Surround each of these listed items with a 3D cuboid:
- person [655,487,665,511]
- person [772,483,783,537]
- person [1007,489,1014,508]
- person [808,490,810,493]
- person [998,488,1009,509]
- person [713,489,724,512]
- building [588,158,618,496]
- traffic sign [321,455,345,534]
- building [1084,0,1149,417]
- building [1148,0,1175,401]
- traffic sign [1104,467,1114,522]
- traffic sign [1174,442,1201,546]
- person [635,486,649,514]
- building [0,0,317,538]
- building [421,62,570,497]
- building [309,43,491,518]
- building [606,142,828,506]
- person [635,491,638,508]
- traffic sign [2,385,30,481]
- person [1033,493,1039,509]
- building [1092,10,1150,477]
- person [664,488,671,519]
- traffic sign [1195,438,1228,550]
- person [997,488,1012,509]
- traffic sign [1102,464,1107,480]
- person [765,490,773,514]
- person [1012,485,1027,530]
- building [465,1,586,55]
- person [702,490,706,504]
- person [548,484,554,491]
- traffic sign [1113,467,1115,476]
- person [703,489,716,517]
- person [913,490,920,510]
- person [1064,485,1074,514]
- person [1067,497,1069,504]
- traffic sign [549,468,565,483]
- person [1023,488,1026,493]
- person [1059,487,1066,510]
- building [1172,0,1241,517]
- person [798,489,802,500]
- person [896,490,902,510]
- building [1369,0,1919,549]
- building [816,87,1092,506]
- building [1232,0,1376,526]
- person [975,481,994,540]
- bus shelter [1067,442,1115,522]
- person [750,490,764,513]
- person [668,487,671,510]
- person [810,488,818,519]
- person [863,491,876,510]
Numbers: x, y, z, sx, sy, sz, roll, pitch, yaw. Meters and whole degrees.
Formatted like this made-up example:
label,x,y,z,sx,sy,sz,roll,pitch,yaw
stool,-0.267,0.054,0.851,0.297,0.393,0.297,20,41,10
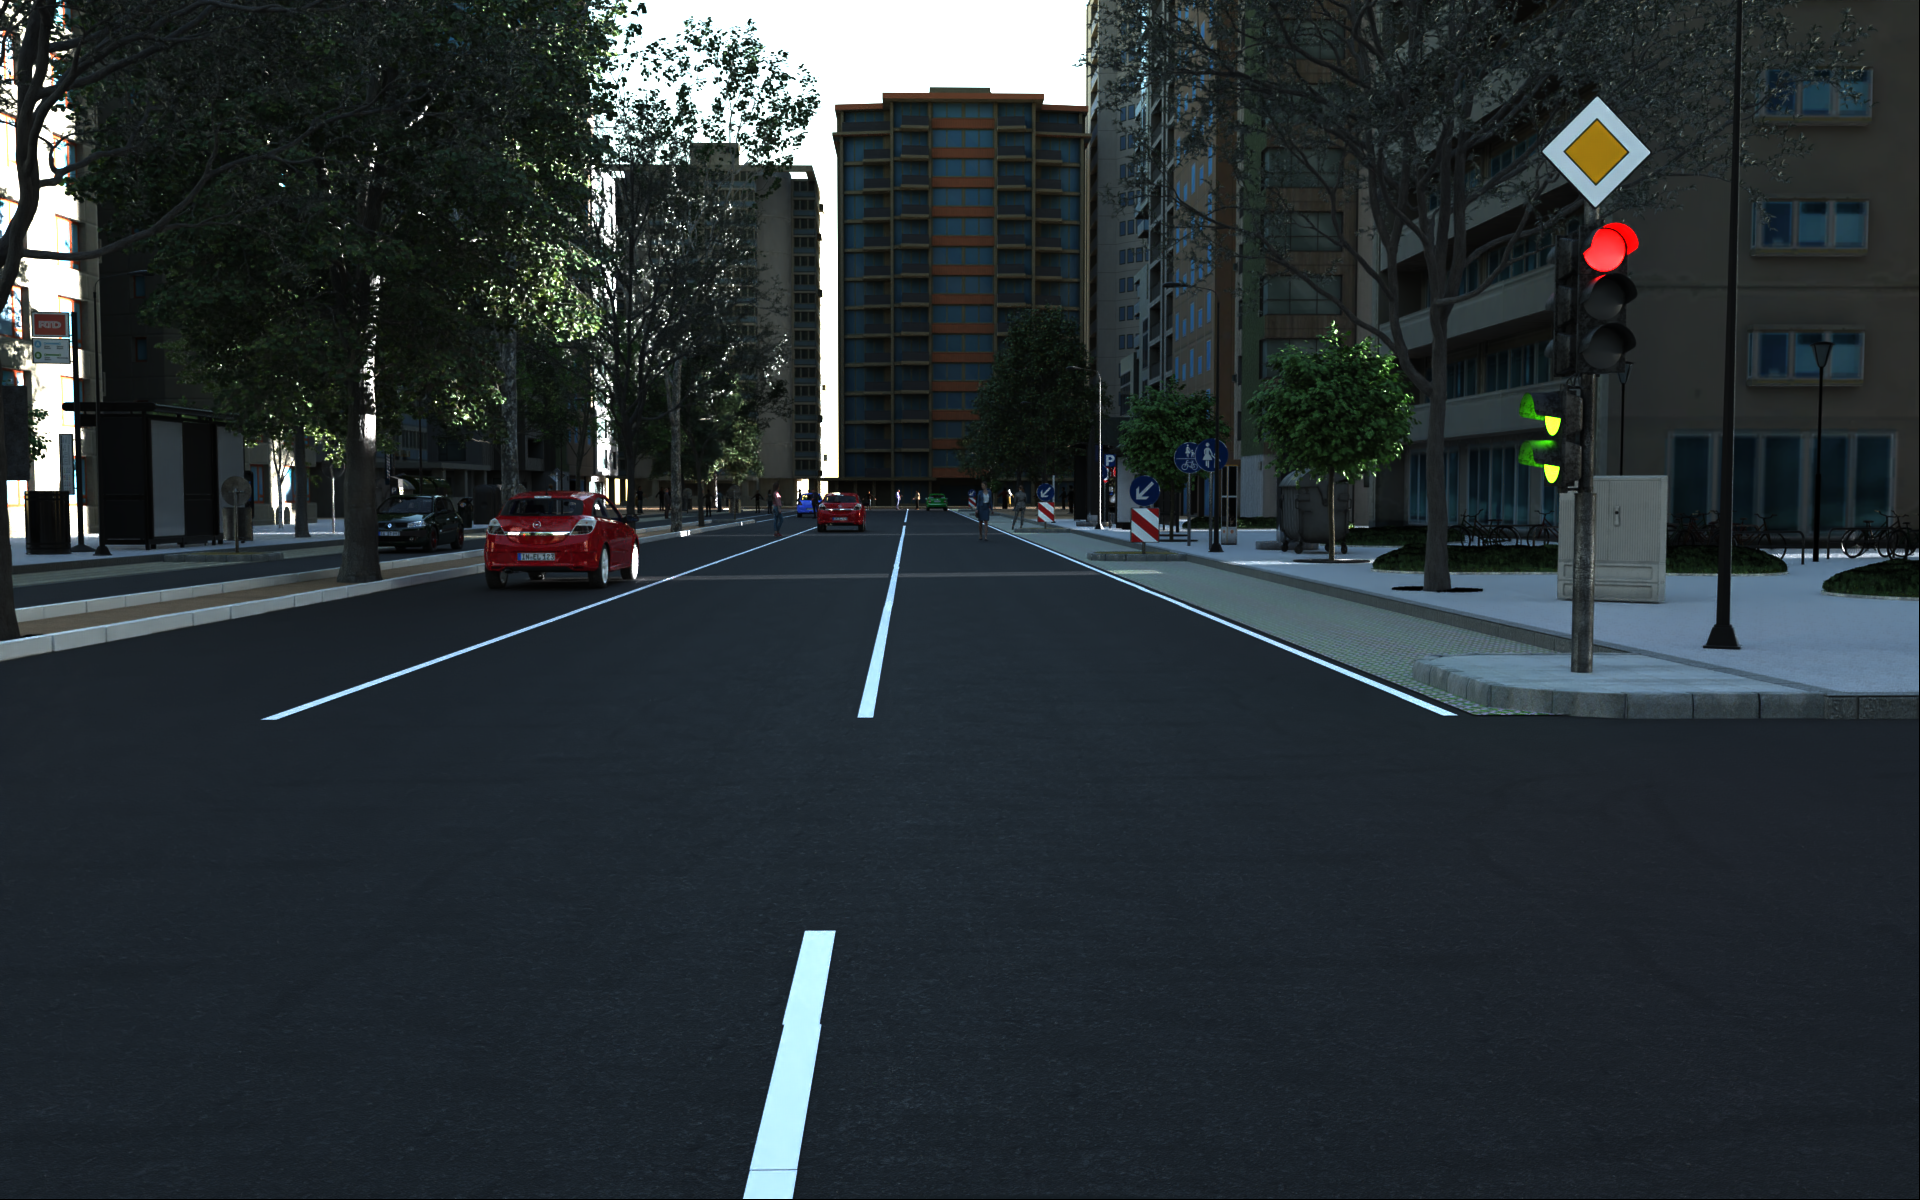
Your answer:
label,x,y,z,sx,sy,sz,roll,pitch,yaw
person,-23.009,-7.808,133.731,0.705,1.821,1.348,3,5,43
person,-6.147,-3.050,58.371,0.388,1.821,0.555,-2,4,-28
person,4.586,-9.672,164.918,1.217,1.736,0.721,-2,4,-27
person,-12.696,-8.389,145.674,1.348,1.822,0.705,0,4,-2
person,3.962,-8.868,151.128,1.348,1.812,0.705,-2,4,-27
person,-18.971,-7.812,136.317,0.705,1.814,1.350,2,4,29
building,-36.775,-22.960,147.091,14.107,30.474,14.160,0,4,-2
traffic sign,-20.336,-3.428,56.161,0.768,2.556,0.104,0,3,0
building,28.611,-39.642,190.137,28.212,58.520,21.231,0,4,-2
building,21.650,-41.191,111.733,20.563,71.187,20.611,0,4,-2
traffic sign,6.383,-4.660,76.291,0.768,2.556,0.104,0,4,3
traffic sign,5.648,-2.601,42.638,0.768,2.556,0.104,0,4,7
person,-20.910,-6.559,113.303,0.705,1.822,1.348,2,4,34
building,-42.174,-13.272,62.033,27.650,21.520,28.899,0,4,-2
building,-35.206,-21.181,118.008,14.160,30.474,14.107,0,4,-2
building,-44.409,-24.840,98.021,32.217,40.220,23.993,0,4,-2
building,-27.344,-30.713,194.038,23.993,40.220,32.217,0,4,-2
person,-31.000,-9.574,165.766,0.721,1.736,1.217,-1,4,-22
traffic sign,-18.599,-2.367,32.573,2.265,3.308,0.079,0,4,5
person,6.638,-8.756,149.729,0.721,1.766,1.217,-2,4,-26
building,22.480,-50.474,137.922,22.319,86.520,31.000,0,4,-2
person,-16.873,-5.561,99.978,0.434,1.755,0.990,-1,4,-15
traffic sign,5.755,-2.422,39.705,0.768,2.556,0.104,0,4,3
person,3.781,-8.635,147.190,1.348,1.831,0.705,0,4,-5
traffic sign,5.739,-4.395,71.969,0.768,2.556,0.104,0,4,8
person,-13.517,-7.002,123.699,0.721,1.735,1.217,3,5,40
person,2.365,-3.697,69.216,0.520,1.790,0.573,-1,4,-23
building,-36.365,-29.455,131.693,14.600,45.320,14.200,0,4,-2
person,-18.337,-7.041,124.146,0.750,1.759,0.617,1,4,12
person,-21.206,-5.121,89.852,0.705,1.814,1.350,0,4,-3
traffic sign,6.491,-4.216,69.032,0.768,2.556,0.104,0,4,3
person,-15.960,-6.137,109.563,1.217,1.735,0.721,-3,4,-39
person,-3.997,-9.286,160.342,0.705,1.823,1.348,-2,4,-25
person,7.210,-6.563,112.985,0.705,1.869,1.348,2,4,34
person,10.552,-9.522,164.968,0.697,1.427,0.421,-1,4,-8
traffic sign,-19.741,-5.205,84.829,0.795,2.593,0.064,0,4,1
person,5.534,-8.908,151.718,0.705,1.821,1.348,-1,4,-20
person,8.450,-8.332,141.903,0.705,1.869,1.348,-1,4,-20
building,19.639,-27.184,94.562,14.600,45.320,14.200,0,4,-2
person,-13.313,-8.285,143.598,0.705,1.869,1.348,0,3,0
person,-5.555,-9.149,157.953,0.599,1.838,0.709,0,4,4
building,25.467,-26.067,49.897,21.300,48.544,21.600,0,4,-2
building,-0.777,-32.709,189.416,28.867,44.769,22.147,0,4,-2
building,19.047,-18.617,76.084,14.160,30.474,14.107,0,4,-2
person,0.758,-2.767,53.765,0.581,1.822,0.654,0,4,0
bus shelter,6.089,-5.473,80.773,1.731,3.624,6.357,0,4,-1
person,-15.270,-7.416,130.271,1.217,1.766,0.721,-3,5,-41
person,-23.507,-8.190,139.967,1.348,1.821,0.705,3,5,43
person,-8.507,-5.643,101.206,0.683,1.767,0.568,2,4,30
person,-8.142,-8.923,155.209,1.217,1.723,0.721,1,4,18
